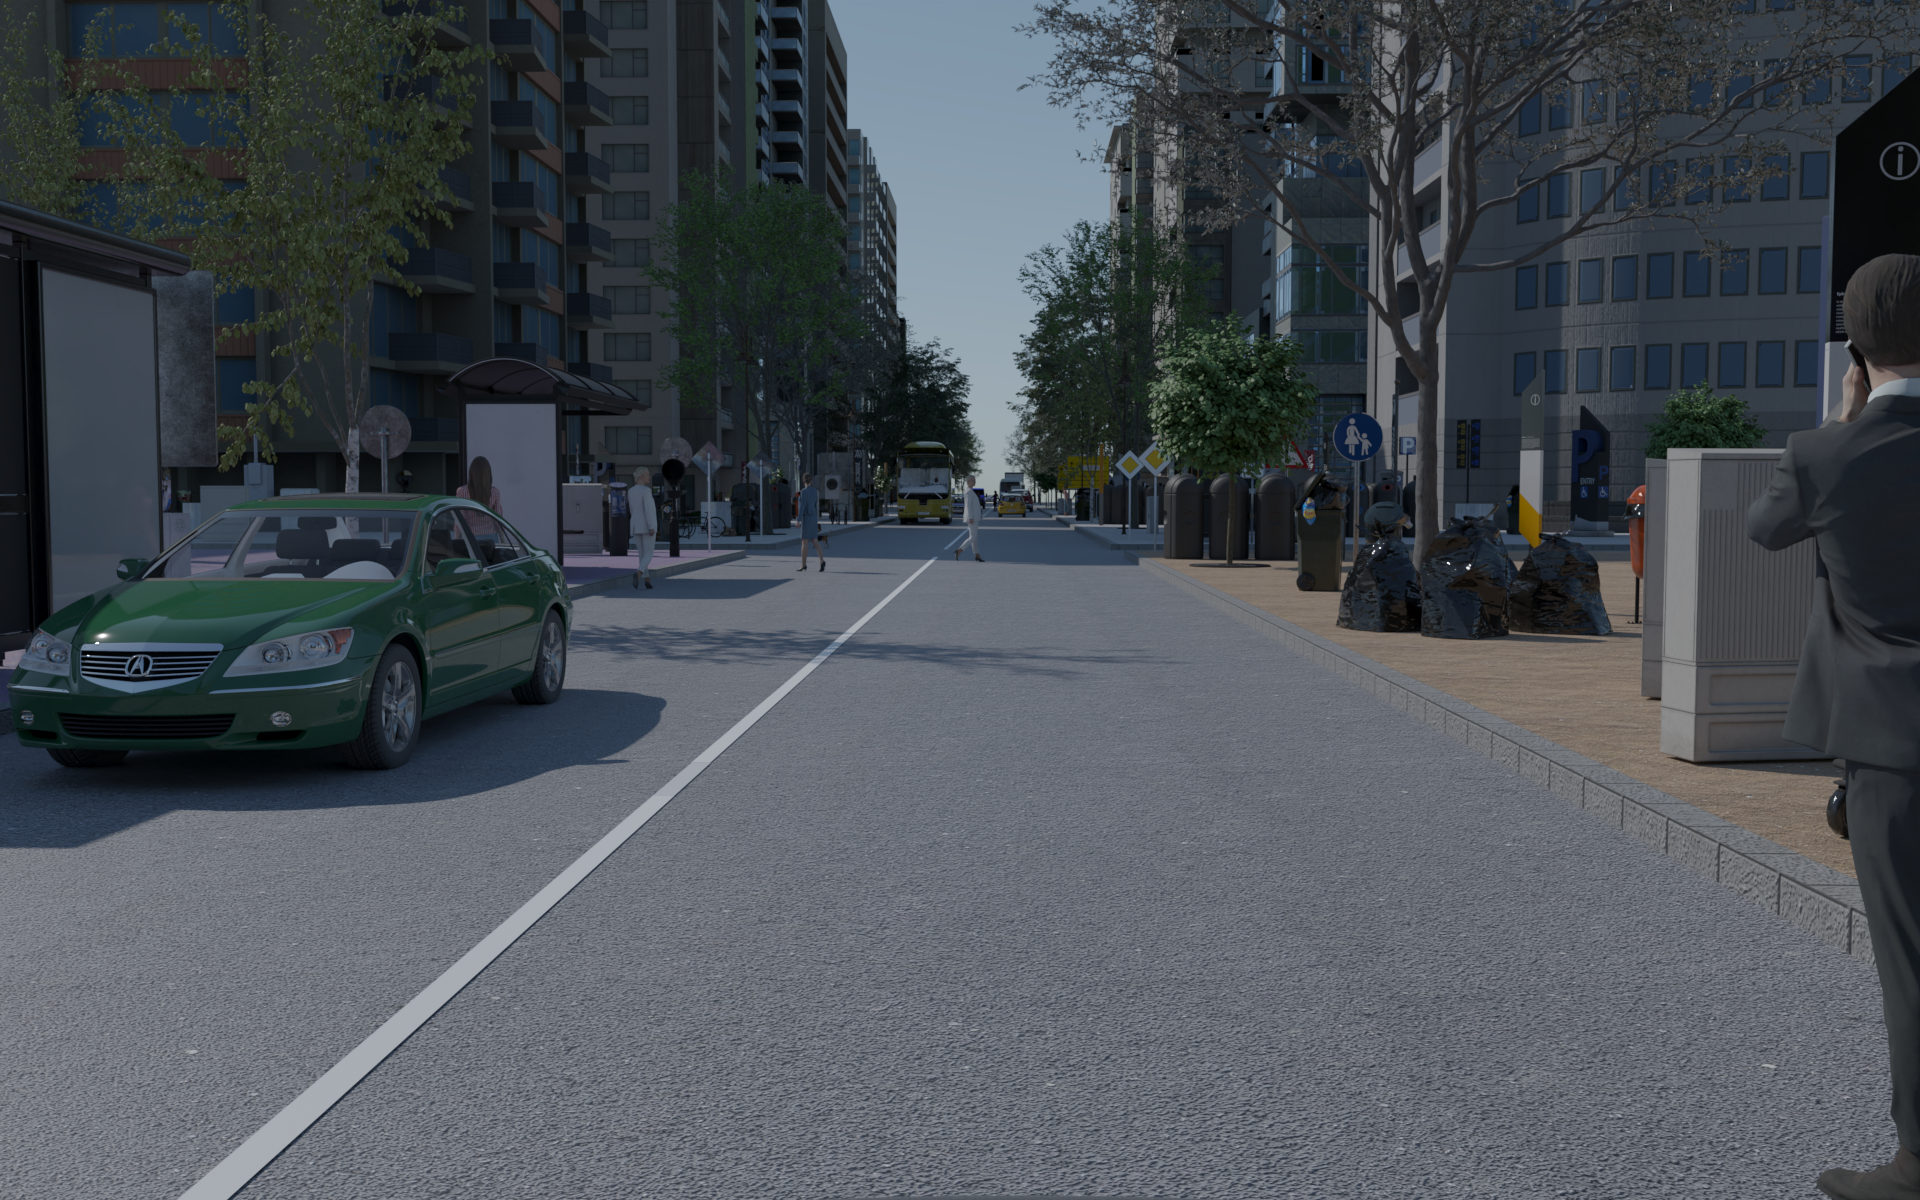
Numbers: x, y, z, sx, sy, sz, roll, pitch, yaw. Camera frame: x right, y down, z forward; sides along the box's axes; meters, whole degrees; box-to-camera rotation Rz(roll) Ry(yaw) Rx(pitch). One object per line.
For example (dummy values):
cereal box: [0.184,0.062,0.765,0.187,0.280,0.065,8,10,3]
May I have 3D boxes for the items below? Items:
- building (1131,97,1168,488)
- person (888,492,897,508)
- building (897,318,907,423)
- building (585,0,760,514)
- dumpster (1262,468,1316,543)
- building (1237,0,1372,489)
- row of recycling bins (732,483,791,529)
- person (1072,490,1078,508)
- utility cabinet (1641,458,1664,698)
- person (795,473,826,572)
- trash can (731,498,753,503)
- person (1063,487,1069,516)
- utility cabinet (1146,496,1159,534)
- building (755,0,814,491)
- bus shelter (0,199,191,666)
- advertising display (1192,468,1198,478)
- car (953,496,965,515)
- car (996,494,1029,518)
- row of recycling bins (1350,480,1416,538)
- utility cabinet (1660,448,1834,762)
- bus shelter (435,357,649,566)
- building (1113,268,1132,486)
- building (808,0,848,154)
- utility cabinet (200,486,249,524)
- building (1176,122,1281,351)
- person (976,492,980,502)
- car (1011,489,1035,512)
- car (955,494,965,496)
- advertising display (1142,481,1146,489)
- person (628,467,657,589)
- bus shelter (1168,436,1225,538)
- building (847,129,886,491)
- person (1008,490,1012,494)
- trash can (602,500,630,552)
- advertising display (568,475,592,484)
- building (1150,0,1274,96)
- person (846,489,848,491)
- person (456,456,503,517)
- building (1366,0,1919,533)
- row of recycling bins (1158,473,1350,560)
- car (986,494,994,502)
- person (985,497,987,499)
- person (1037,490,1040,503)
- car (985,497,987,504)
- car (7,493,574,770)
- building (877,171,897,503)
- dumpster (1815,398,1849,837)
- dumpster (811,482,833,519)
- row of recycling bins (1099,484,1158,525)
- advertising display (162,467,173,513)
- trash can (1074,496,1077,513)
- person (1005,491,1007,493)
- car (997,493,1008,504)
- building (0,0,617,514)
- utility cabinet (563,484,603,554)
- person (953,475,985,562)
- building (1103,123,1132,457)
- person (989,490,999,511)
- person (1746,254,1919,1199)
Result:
building: [24.701,-30.346,179.754,14.154,41.232,14.086,0,4,2]
person: [-6.227,-9.061,157.455,1.065,1.426,0.557,2,4,24]
building: [-15.757,-30.675,273.241,14.160,30.474,14.107,0,4,2]
building: [-19.589,-25.459,99.851,14.154,41.232,14.086,0,4,2]
dumpster: [7.180,-1.961,37.826,1.264,1.857,1.865,0,4,1]
building: [26.709,-48.333,102.919,22.319,86.520,31.000,0,4,2]
row of recycling bins: [-7.292,-3.440,63.359,1.069,1.692,3.534,1,4,23]
person: [10.262,-8.839,151.112,0.990,1.755,0.434,2,4,28]
utility cabinet: [4.699,-0.151,11.155,0.318,1.500,1.173,2,4,34]
person: [-2.768,-1.433,31.953,0.581,1.822,0.654,-3,5,-42]
trash can: [-7.549,-2.963,60.100,0.748,1.137,0.748,0,3,0]
person: [6.250,-5.862,101.890,0.388,1.821,0.555,-1,4,-11]
utility cabinet: [6.262,-2.767,56.398,0.306,1.237,1.020,0,3,0]
building: [-22.560,-50.372,136.247,22.319,86.520,31.000,0,4,2]
bus shelter: [-7.815,-2.016,10.591,2.179,5.291,8.768,0,4,1]
advertising display: [5.123,-1.996,37.849,0.123,1.923,0.974,0,4,7]
car: [-0.039,-5.708,105.906,1.945,1.354,3.894,0,4,3]
car: [3.225,-5.912,106.887,2.015,1.641,3.980,0,4,2]
row of recycling bins: [12.122,-2.695,51.175,3.534,1.692,1.069,0,4,1]
utility cabinet: [4.019,0.021,8.341,1.173,1.500,0.318,-1,4,-9]
bus shelter: [-6.647,-2.104,28.323,2.014,3.302,5.546,0,4,2]
building: [26.476,-27.497,221.283,14.160,30.474,14.107,0,4,2]
building: [-22.185,-33.027,163.685,21.300,48.544,21.600,0,4,2]
utility cabinet: [-19.680,-2.307,46.404,1.173,1.500,0.318,0,4,-4]
building: [24.134,-22.430,138.426,14.160,30.474,14.107,0,4,2]
person: [1.591,-8.681,151.904,0.415,1.643,0.593,2,4,26]
car: [4.876,-7.982,139.175,2.281,1.827,5.304,0,4,3]
car: [-0.100,-7.434,130.344,1.959,1.807,4.718,0,4,0]
advertising display: [9.440,-5.116,88.860,0.123,1.923,0.974,1,4,12]
person: [-4.774,-1.072,25.904,0.514,1.842,0.818,1,4,19]
bus shelter: [7.036,-4.433,50.114,2.179,5.291,8.768,0,4,1]
building: [-21.466,-37.250,228.651,23.786,49.044,30.456,0,4,2]
person: [3.719,-7.392,130.087,1.217,1.736,0.721,1,4,16]
trash can: [-7.683,-1.649,38.612,0.748,1.137,0.748,0,3,0]
advertising display: [-12.768,-3.223,57.917,0.974,1.923,0.123,-2,4,-32]
building: [32.203,-34.813,158.434,28.713,52.752,27.495,0,4,2]
person: [-9.334,-8.427,143.823,1.348,1.824,0.705,-3,5,-41]
person: [-4.947,-0.575,17.904,0.555,1.821,0.388,-3,4,-36]
building: [31.415,-31.950,64.382,28.212,58.520,21.231,0,4,2]
row of recycling bins: [5.761,-1.642,33.963,3.534,1.692,1.069,1,4,11]
car: [4.685,-15.901,272.349,2.083,1.381,4.827,0,4,3]
person: [2.753,-11.961,207.278,0.991,1.433,0.599,1,4,12]
person: [11.827,-15.363,257.208,0.705,1.826,1.348,3,4,36]
car: [2.888,-14.865,255.405,2.083,1.381,4.827,0,4,2]
car: [-3.752,0.076,10.553,2.131,1.459,4.920,0,4,3]
building: [-20.587,-38.611,254.997,21.300,48.544,21.600,0,4,2]
dumpster: [3.811,0.003,5.710,1.264,1.857,1.865,0,4,2]
dumpster: [-7.037,-5.269,88.640,1.502,2.255,1.985,0,4,2]
row of recycling bins: [7.173,-4.021,72.856,1.069,1.692,3.534,-3,5,-40]
advertising display: [-15.227,-1.709,33.149,0.123,1.923,0.974,-1,4,-14]
trash can: [8.061,-6.448,117.078,0.748,1.137,0.748,0,3,0]
person: [4.283,-9.414,163.239,1.217,1.723,0.721,-2,4,-34]
car: [4.252,-8.953,155.973,1.945,1.707,3.694,0,4,2]
building: [-26.775,-25.417,70.190,22.147,44.769,28.867,0,4,2]
utility cabinet: [-8.146,-1.703,36.531,1.173,1.500,0.318,-1,4,-9]
person: [0.186,-1.712,36.363,0.818,1.842,0.514,-2,4,-26]
building: [34.963,-39.877,241.219,28.713,52.752,27.495,0,4,2]
person: [2.845,-8.223,143.630,0.721,1.739,1.217,3,5,40]
person: [1.928,0.268,3.483,0.648,1.900,0.474,0,4,0]
